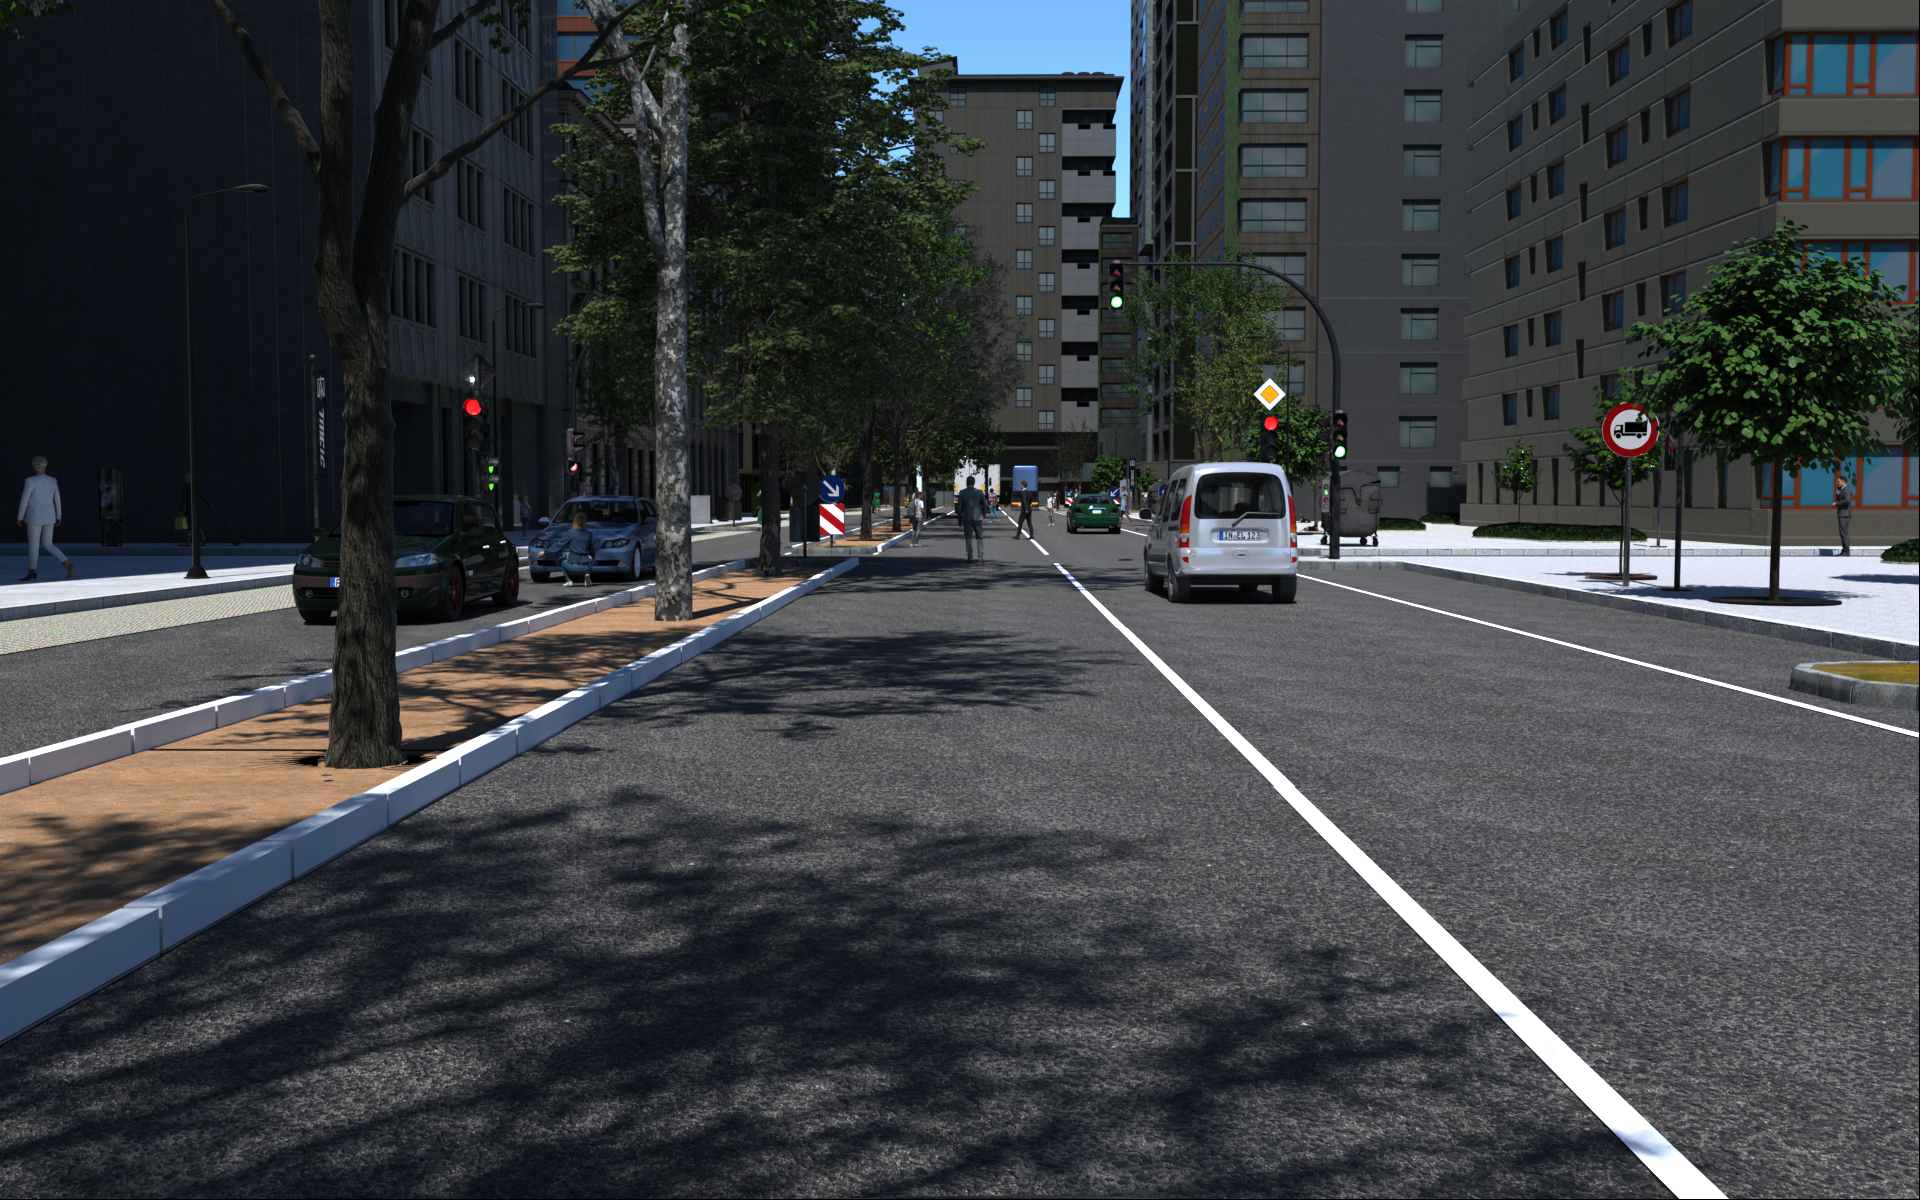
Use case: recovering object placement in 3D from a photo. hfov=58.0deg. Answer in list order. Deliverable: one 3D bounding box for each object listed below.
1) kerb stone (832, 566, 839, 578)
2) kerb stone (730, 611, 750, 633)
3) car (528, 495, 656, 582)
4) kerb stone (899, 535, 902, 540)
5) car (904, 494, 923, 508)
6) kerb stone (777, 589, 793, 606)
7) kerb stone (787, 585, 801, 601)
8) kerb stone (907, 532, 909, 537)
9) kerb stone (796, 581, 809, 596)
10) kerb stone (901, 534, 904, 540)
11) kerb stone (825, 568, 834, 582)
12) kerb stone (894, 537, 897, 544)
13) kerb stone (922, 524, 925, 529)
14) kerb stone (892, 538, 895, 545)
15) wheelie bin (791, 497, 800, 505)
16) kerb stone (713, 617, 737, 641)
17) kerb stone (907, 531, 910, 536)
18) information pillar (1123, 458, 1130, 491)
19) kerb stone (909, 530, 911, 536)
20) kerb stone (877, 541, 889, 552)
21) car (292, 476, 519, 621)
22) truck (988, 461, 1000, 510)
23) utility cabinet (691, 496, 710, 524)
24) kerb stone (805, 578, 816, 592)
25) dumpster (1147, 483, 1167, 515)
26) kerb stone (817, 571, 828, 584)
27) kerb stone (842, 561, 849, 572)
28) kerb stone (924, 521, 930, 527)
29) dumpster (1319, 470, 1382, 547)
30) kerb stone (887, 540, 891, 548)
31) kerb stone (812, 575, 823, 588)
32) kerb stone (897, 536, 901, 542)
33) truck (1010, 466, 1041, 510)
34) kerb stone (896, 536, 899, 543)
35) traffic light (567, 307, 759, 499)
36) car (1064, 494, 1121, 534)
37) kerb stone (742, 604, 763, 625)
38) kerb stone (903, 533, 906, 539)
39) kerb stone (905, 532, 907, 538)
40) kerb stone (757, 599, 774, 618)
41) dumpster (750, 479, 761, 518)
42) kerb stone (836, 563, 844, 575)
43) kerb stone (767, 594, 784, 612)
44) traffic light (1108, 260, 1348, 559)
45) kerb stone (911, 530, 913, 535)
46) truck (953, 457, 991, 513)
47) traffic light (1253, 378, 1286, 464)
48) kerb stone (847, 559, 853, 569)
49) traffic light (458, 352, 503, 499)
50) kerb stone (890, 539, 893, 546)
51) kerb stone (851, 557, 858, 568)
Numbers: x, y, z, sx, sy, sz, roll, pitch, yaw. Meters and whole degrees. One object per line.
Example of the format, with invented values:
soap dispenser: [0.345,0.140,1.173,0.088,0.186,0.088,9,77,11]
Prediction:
kerb stone: [-2.195,-0.444,29.449,0.120,0.150,1.000,0,4,1]
kerb stone: [-2.358,0.249,18.185,0.120,0.150,1.000,0,4,1]
car: [-6.138,-1.094,29.896,2.014,1.417,4.499,0,4,0]
kerb stone: [-1.878,-1.795,51.543,0.120,0.150,1.000,0,4,1]
car: [-4.829,-10.390,180.099,2.015,1.641,3.980,0,4,1]
kerb stone: [-2.298,-0.005,22.280,0.120,0.150,1.000,0,4,1]
kerb stone: [-2.288,-0.068,23.302,0.120,0.150,1.000,0,4,1]
kerb stone: [-1.812,-2.047,55.664,0.120,0.150,1.000,0,4,1]
kerb stone: [-2.268,-0.128,24.325,0.120,0.150,1.000,0,4,1]
kerb stone: [-1.861,-1.858,52.577,0.120,0.150,1.000,0,4,1]
kerb stone: [-2.213,-0.381,28.419,0.120,0.150,1.000,0,4,1]
kerb stone: [-1.920,-1.607,48.463,0.120,0.150,1.000,0,4,1]
kerb stone: [-1.607,-2.925,70.023,0.120,0.150,1.000,0,4,1]
kerb stone: [-1.933,-1.543,47.428,0.120,0.150,1.000,0,4,1]
wheelie bin: [-10.495,-6.411,112.720,0.980,1.594,0.693,0,4,-3]
kerb stone: [-2.370,0.308,17.163,0.120,0.150,1.000,0,4,1]
kerb stone: [-1.801,-2.109,56.686,0.120,0.150,1.000,0,4,1]
information pillar: [10.671,-7.329,111.191,0.504,3.616,0.183,3,5,44]
kerb stone: [-1.785,-2.172,57.715,0.120,0.150,1.000,0,4,1]
kerb stone: [-1.980,-1.355,44.343,0.120,0.150,1.000,0,4,1]
car: [-6.535,-0.668,20.710,2.009,1.686,4.222,0,4,0]
truck: [2.202,-10.126,154.477,2.839,4.237,11.283,0,4,0]
utility cabinet: [-11.250,-3.866,74.376,1.020,1.237,0.306,-2,4,-30]
kerb stone: [-2.251,-0.193,25.351,0.120,0.150,1.000,0,4,1]
dumpster: [10.203,-5.029,87.989,1.264,1.857,1.865,0,4,1]
kerb stone: [-2.230,-0.315,27.398,0.120,0.150,1.000,0,4,1]
kerb stone: [-2.166,-0.569,31.494,0.120,0.150,1.000,0,4,1]
kerb stone: [-1.505,-3.364,77.190,0.120,0.150,1.000,0,4,1]
dumpster: [9.647,-2.264,42.773,1.264,1.857,1.865,0,4,1]
kerb stone: [-1.966,-1.417,45.371,0.120,0.150,1.000,0,4,1]
kerb stone: [-2.236,-0.247,26.376,0.120,0.150,1.000,0,4,1]
kerb stone: [-1.892,-1.729,50.519,0.120,0.150,1.000,0,4,1]
truck: [5.963,-10.317,158.448,2.967,4.110,18.799,0,4,2]
kerb stone: [-1.904,-1.669,49.491,0.120,0.150,1.000,0,4,1]
traffic light: [-7.302,-4.133,42.242,4.771,5.953,1.251,0,4,1]
car: [4.904,-3.178,63.751,2.131,1.459,4.920,0,4,1]
kerb stone: [-2.342,0.183,19.207,0.120,0.150,1.000,0,4,1]
kerb stone: [-1.839,-1.921,53.610,0.120,0.150,1.000,0,4,1]
kerb stone: [-1.826,-1.980,54.634,0.120,0.150,1.000,0,4,1]
kerb stone: [-2.322,0.120,20.233,0.120,0.150,1.000,0,4,1]
dumpster: [-10.756,-5.652,94.907,1.502,2.255,1.985,0,4,1]
kerb stone: [-2.180,-0.506,30.472,0.120,0.150,1.000,0,4,1]
kerb stone: [-2.307,0.057,21.258,0.120,0.150,1.000,0,4,1]
traffic light: [5.256,-3.624,33.915,4.771,5.953,1.251,0,4,1]
kerb stone: [-1.768,-2.236,58.746,0.120,0.150,1.000,0,4,1]
truck: [0.898,-8.779,132.457,2.839,4.237,11.283,0,4,2]
traffic light: [7.465,-3.247,42.010,0.839,4.253,0.868,0,4,1]
kerb stone: [-2.148,-0.631,32.516,0.120,0.150,1.000,0,4,1]
traffic light: [-9.510,-2.773,34.253,0.839,4.253,0.868,0,4,1]
kerb stone: [-1.945,-1.480,46.401,0.120,0.150,1.000,0,4,1]
kerb stone: [-2.130,-0.691,33.540,0.120,0.150,1.000,0,4,1]
